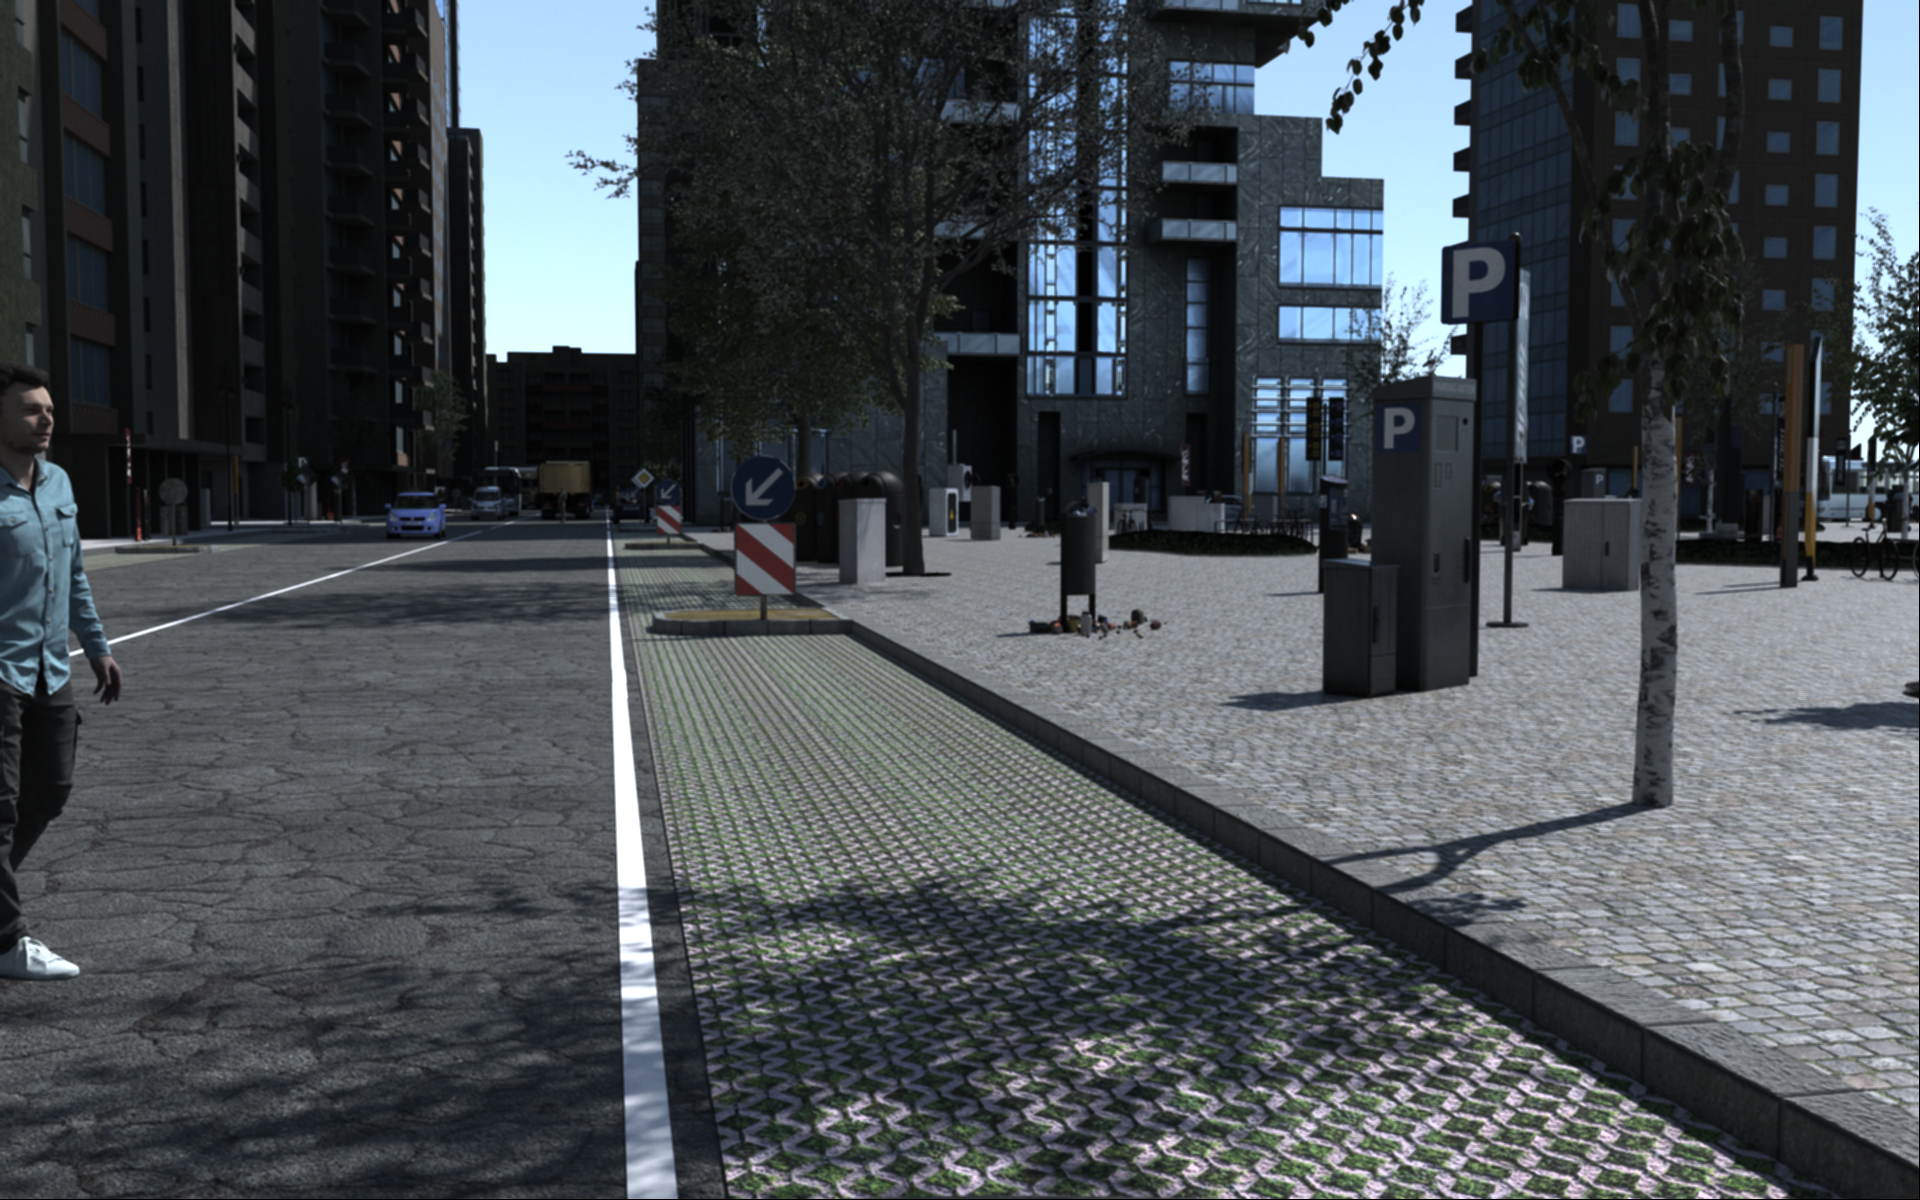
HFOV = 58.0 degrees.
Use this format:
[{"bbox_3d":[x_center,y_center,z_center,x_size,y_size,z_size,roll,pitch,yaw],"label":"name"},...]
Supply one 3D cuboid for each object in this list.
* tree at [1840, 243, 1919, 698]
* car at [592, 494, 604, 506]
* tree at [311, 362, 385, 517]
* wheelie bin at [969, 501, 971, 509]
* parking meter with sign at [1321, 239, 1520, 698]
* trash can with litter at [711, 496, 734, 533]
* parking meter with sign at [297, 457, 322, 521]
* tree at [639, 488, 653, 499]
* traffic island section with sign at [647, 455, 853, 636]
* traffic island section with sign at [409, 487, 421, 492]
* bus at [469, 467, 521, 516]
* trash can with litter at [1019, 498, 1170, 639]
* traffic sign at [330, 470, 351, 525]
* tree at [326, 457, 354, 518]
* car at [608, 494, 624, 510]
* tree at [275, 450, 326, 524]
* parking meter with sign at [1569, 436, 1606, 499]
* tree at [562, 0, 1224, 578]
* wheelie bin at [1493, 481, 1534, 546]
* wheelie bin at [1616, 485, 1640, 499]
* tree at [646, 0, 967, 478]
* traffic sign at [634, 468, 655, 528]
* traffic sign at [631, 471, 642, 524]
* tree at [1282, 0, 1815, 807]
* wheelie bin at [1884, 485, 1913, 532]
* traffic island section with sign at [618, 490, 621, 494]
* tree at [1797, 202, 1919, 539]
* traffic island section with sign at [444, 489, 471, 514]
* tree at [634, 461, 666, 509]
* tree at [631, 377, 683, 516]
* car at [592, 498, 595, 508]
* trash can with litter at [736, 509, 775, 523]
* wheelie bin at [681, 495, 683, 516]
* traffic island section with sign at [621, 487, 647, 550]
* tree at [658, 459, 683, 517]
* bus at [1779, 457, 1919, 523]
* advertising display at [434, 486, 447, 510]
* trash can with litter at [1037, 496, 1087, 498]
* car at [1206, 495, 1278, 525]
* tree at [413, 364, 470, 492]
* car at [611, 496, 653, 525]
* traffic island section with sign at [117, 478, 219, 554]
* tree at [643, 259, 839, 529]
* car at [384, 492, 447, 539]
[{"bbox_3d":[6.424,-0.995,10.869,1.663,3.219,1.824,0,3,0],"label":"tree"},{"bbox_3d":[-43.090,-11.997,204.951,1.959,1.807,4.718,-1,4,-13],"label":"car"},{"bbox_3d":[-33.842,-8.936,96.462,4.360,8.622,3.978,0,3,0],"label":"tree"},{"bbox_3d":[0.116,-5.518,98.122,0.693,1.594,0.980,-3,4,-36],"label":"wheelie bin"},{"bbox_3d":[3.050,-0.933,11.512,0.543,3.016,1.738,3,5,43],"label":"parking meter with sign"},{"bbox_3d":[-7.636,-2.908,58.603,1.678,1.210,2.233,2,4,24],"label":"trash can with litter"},{"bbox_3d":[-30.850,-5.259,82.251,0.543,3.016,1.738,0,4,1],"label":"parking meter with sign"},{"bbox_3d":[-28.037,-9.874,156.046,1.663,3.219,1.824,0,3,0],"label":"tree"},{"bbox_3d":[-2.246,-0.592,18.313,1.989,1.847,2.006,-1,4,-12],"label":"traffic island section with sign"},{"bbox_3d":[-30.326,-5.369,96.412,1.989,1.847,2.006,-1,4,-12],"label":"traffic island section with sign"},{"bbox_3d":[-30.634,-7.332,114.740,2.948,3.499,13.247,-1,4,-12],"label":"bus"},{"bbox_3d":[1.424,-0.332,16.484,1.678,1.210,2.233,3,4,36],"label":"trash can with litter"},{"bbox_3d":[-25.531,-4.146,71.426,0.795,2.450,0.064,-1,4,-12],"label":"traffic sign"},{"bbox_3d":[-32.908,-5.933,91.609,1.663,3.219,1.824,0,3,0],"label":"tree"},{"bbox_3d":[-30.791,-8.989,156.753,2.009,1.686,4.222,-1,4,-13],"label":"car"},{"bbox_3d":[-29.009,-4.934,75.267,1.663,3.219,1.824,0,3,0],"label":"tree"},{"bbox_3d":[18.610,-3.345,50.959,0.543,3.016,1.738,-1,4,-12],"label":"parking meter with sign"},{"bbox_3d":[-0.860,-7.124,26.846,12.009,13.543,11.850,0,3,0],"label":"tree"},{"bbox_3d":[13.807,-2.166,43.316,0.980,1.594,0.693,0,4,5],"label":"wheelie bin"},{"bbox_3d":[22.217,-3.037,57.571,0.693,1.594,0.980,0,4,-3],"label":"wheelie bin"},{"bbox_3d":[-3.186,-7.392,38.981,7.486,12.596,7.792,0,3,0],"label":"tree"},{"bbox_3d":[-12.029,-3.814,66.005,0.795,2.450,0.064,-1,4,-12],"label":"traffic sign"},{"bbox_3d":[-13.627,-4.293,73.829,0.795,2.450,0.064,-1,4,-12],"label":"traffic sign"},{"bbox_3d":[2.632,-3.458,6.906,4.360,8.622,3.978,0,3,0],"label":"tree"},{"bbox_3d":[31.583,-3.082,58.304,0.693,1.594,0.980,0,4,-7],"label":"wheelie bin"},{"bbox_3d":[-24.100,-7.135,125.278,1.989,1.847,2.006,-1,4,-12],"label":"traffic island section with sign"},{"bbox_3d":[23.181,-5.651,42.756,4.737,8.622,4.395,0,3,0],"label":"tree"},{"bbox_3d":[-35.815,-7.011,123.262,1.989,1.847,2.006,-1,4,-12],"label":"traffic island section with sign"},{"bbox_3d":[-27.002,-10.349,152.913,4.285,4.588,4.351,0,3,0],"label":"tree"},{"bbox_3d":[-16.321,-9.311,102.597,4.737,8.622,4.395,0,3,0],"label":"tree"},{"bbox_3d":[-38.915,-10.434,180.190,1.945,1.707,3.694,-1,4,-11],"label":"car"},{"bbox_3d":[-4.445,-1.678,38.828,1.055,1.170,0.624,-3,4,-37],"label":"trash can with litter"},{"bbox_3d":[-15.351,-5.510,97.991,0.693,1.594,0.980,0,4,4],"label":"wheelie bin"},{"bbox_3d":[-7.766,-2.245,45.337,1.989,1.847,2.006,-1,4,-12],"label":"traffic island section with sign"},{"bbox_3d":[-15.603,-6.172,95.513,1.663,3.219,1.824,0,3,0],"label":"tree"},{"bbox_3d":[44.704,-5.300,81.516,13.247,3.499,2.948,-1,4,-12],"label":"bus"},{"bbox_3d":[-43.042,-8.457,143.493,0.974,1.923,0.123,0,4,-6],"label":"advertising display"},{"bbox_3d":[2.604,-2.495,51.856,1.678,1.210,2.233,1,4,20],"label":"trash can with litter"},{"bbox_3d":[11.586,-3.796,74.066,4.499,1.417,2.014,-1,4,-10],"label":"car"},{"bbox_3d":[-41.297,-12.667,132.865,9.928,11.665,9.643,0,3,0],"label":"tree"},{"bbox_3d":[-15.615,-4.271,82.403,1.945,1.354,3.894,-1,4,-10],"label":"car"},{"bbox_3d":[-19.251,-2.057,42.253,1.989,1.847,2.006,-1,4,-12],"label":"traffic island section with sign"},{"bbox_3d":[-7.540,-7.703,60.361,7.601,10.594,8.767,0,4,-6],"label":"tree"},{"bbox_3d":[-17.720,-2.867,56.463,1.945,1.707,3.694,-1,4,-13],"label":"car"}]
